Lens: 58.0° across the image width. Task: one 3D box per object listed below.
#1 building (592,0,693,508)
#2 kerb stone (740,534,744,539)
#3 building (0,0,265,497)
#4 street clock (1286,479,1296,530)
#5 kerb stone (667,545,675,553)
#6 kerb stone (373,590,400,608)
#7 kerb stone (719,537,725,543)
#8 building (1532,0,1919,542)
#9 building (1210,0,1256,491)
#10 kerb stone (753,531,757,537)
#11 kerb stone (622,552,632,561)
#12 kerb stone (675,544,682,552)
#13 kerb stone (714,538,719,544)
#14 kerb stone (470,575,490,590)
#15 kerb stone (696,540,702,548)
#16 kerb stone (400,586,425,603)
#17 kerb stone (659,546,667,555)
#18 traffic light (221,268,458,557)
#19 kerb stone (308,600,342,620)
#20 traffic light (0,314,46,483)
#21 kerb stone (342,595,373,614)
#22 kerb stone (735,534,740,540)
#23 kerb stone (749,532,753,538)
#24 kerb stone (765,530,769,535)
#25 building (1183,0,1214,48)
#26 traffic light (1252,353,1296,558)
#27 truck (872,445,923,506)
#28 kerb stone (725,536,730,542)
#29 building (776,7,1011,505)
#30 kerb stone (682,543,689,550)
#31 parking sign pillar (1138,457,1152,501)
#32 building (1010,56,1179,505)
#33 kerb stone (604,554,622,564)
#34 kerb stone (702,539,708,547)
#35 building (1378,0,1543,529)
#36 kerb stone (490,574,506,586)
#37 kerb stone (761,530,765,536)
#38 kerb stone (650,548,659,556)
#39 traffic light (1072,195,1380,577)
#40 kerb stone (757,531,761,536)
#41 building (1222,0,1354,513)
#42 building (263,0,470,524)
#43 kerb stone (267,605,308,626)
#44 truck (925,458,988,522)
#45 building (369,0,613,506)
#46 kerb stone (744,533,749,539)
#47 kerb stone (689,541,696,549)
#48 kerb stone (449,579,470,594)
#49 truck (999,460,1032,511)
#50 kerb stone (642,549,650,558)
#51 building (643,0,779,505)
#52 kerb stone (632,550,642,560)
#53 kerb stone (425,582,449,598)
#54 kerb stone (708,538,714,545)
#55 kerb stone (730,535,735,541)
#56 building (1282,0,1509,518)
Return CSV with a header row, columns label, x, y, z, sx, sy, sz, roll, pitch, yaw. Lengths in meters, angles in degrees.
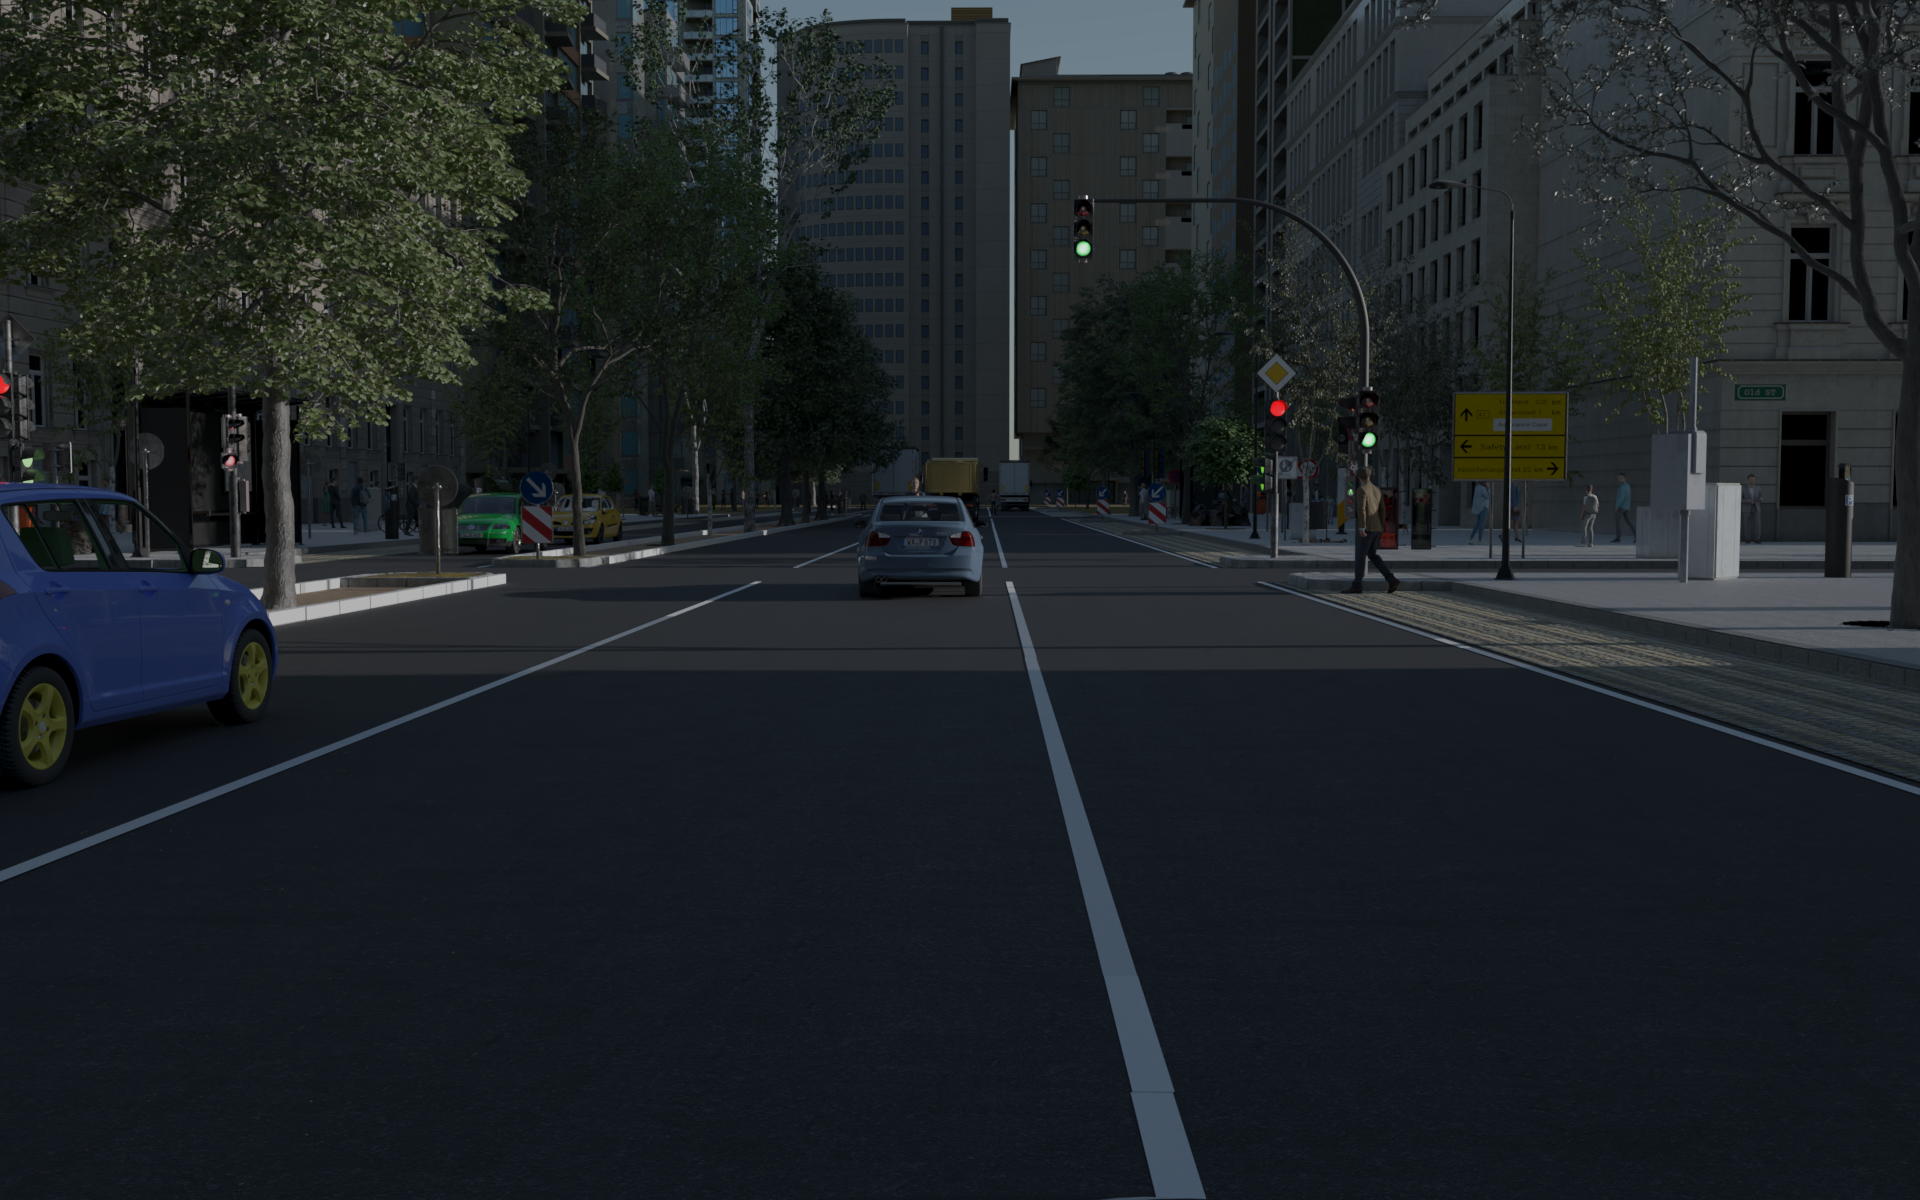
label,x,y,z,sx,sy,sz,roll,pitch,yaw
building,-41.299,-33.246,163.184,30.456,49.044,23.786,0,4,1
kerb stone,-6.998,-1.977,54.525,0.120,0.150,1.000,0,4,1
building,-33.885,-15.952,58.083,12.463,27.353,25.104,0,4,1
street clock,11.878,-3.530,62.288,0.358,2.002,0.471,-1,4,-14
kerb stone,-7.165,-1.225,42.218,0.120,0.150,1.000,0,4,1
kerb stone,-7.444,0.001,22.223,0.120,0.150,1.000,0,4,1
kerb stone,-7.052,-1.726,50.420,0.120,0.150,1.000,0,4,1
building,41.854,-16.922,53.094,44.131,29.872,17.030,0,4,1
building,28.149,-29.941,139.651,14.600,45.320,14.200,0,4,1
kerb stone,-6.959,-2.165,57.594,0.120,0.150,1.000,0,4,1
kerb stone,-7.236,-0.910,37.090,0.120,0.150,1.000,0,4,1
kerb stone,-7.149,-1.281,43.241,0.120,0.150,1.000,0,4,1
kerb stone,-7.075,-1.664,49.398,0.120,0.150,1.000,0,4,1
kerb stone,-7.382,-0.250,26.312,0.120,0.150,1.000,0,4,1
kerb stone,-7.109,-1.476,46.321,0.120,0.150,1.000,0,4,1
kerb stone,-7.432,-0.064,23.245,0.120,0.150,1.000,0,4,1
kerb stone,-7.176,-1.162,41.189,0.120,0.150,1.000,0,4,1
traffic light,-12.570,-3.690,34.992,4.771,5.953,1.251,0,4,1
kerb stone,-7.474,0.124,20.173,0.120,0.150,1.000,0,4,1
traffic light,-14.774,-2.329,27.002,0.839,4.253,0.868,0,4,1
kerb stone,-7.458,0.061,21.194,0.120,0.150,1.000,0,4,1
kerb stone,-7.011,-1.914,53.496,0.120,0.150,1.000,0,4,1
kerb stone,-6.968,-2.103,56.571,0.120,0.150,1.000,0,4,1
kerb stone,-6.907,-2.351,60.669,0.120,0.150,1.000,0,4,1
building,36.356,-34.916,160.120,28.713,52.752,27.495,0,4,1
traffic light,6.297,-2.801,34.710,0.839,4.253,0.868,0,4,1
truck,-3.795,-7.102,105.038,2.839,4.237,11.283,0,4,0
kerb stone,-7.035,-1.789,51.447,0.120,0.150,1.000,0,4,1
building,-7.996,-41.106,214.075,28.212,58.520,21.231,0,4,1
kerb stone,-7.136,-1.350,44.266,0.120,0.150,1.000,0,4,1
parking sign pillar,11.315,-7.327,108.275,1.447,3.967,1.447,3,4,36
building,19.952,-38.430,217.569,27.495,52.752,28.713,0,4,1
kerb stone,-7.251,-0.848,36.061,0.120,0.150,1.000,0,4,1
kerb stone,-7.094,-1.539,47.353,0.120,0.150,1.000,0,4,1
building,24.461,-13.248,71.349,10.420,20.320,16.860,0,4,1
kerb stone,-7.366,-0.314,27.337,0.120,0.150,1.000,0,4,1
kerb stone,-6.918,-2.290,59.638,0.120,0.150,1.000,0,4,1
kerb stone,-7.196,-1.099,40.167,0.120,0.150,1.000,0,4,1
traffic light,4.092,-3.177,26.613,4.771,5.953,1.251,0,4,1
kerb stone,-6.938,-2.228,58.616,0.120,0.150,1.000,0,4,1
building,30.354,-41.786,121.456,20.563,71.187,20.611,0,4,1
building,-33.233,-17.516,83.655,12.463,27.353,25.104,0,4,1
kerb stone,-7.494,0.186,19.151,0.120,0.150,1.000,0,4,1
truck,-0.309,-5.846,91.502,3.469,3.379,9.791,0,4,2
building,-37.906,-28.794,125.408,22.147,44.769,28.867,0,4,1
kerb stone,-6.985,-2.040,55.547,0.120,0.150,1.000,0,4,1
kerb stone,-7.122,-1.412,45.288,0.120,0.150,1.000,0,4,1
kerb stone,-7.401,-0.189,25.288,0.120,0.150,1.000,0,4,1
truck,4.729,-9.726,147.938,2.839,4.237,11.283,0,4,3
kerb stone,-7.211,-1.036,39.145,0.120,0.150,1.000,0,4,1
building,-37.638,-55.174,214.768,31.000,86.520,22.319,0,4,1
kerb stone,-7.223,-0.974,38.123,0.120,0.150,1.000,0,4,1
kerb stone,-7.418,-0.127,24.267,0.120,0.150,1.000,0,4,1
kerb stone,-7.081,-1.600,48.375,0.120,0.150,1.000,0,4,1
kerb stone,-7.022,-1.852,52.469,0.120,0.150,1.000,0,4,1
building,25.773,-19.397,94.632,11.434,29.767,29.804,0,4,1
